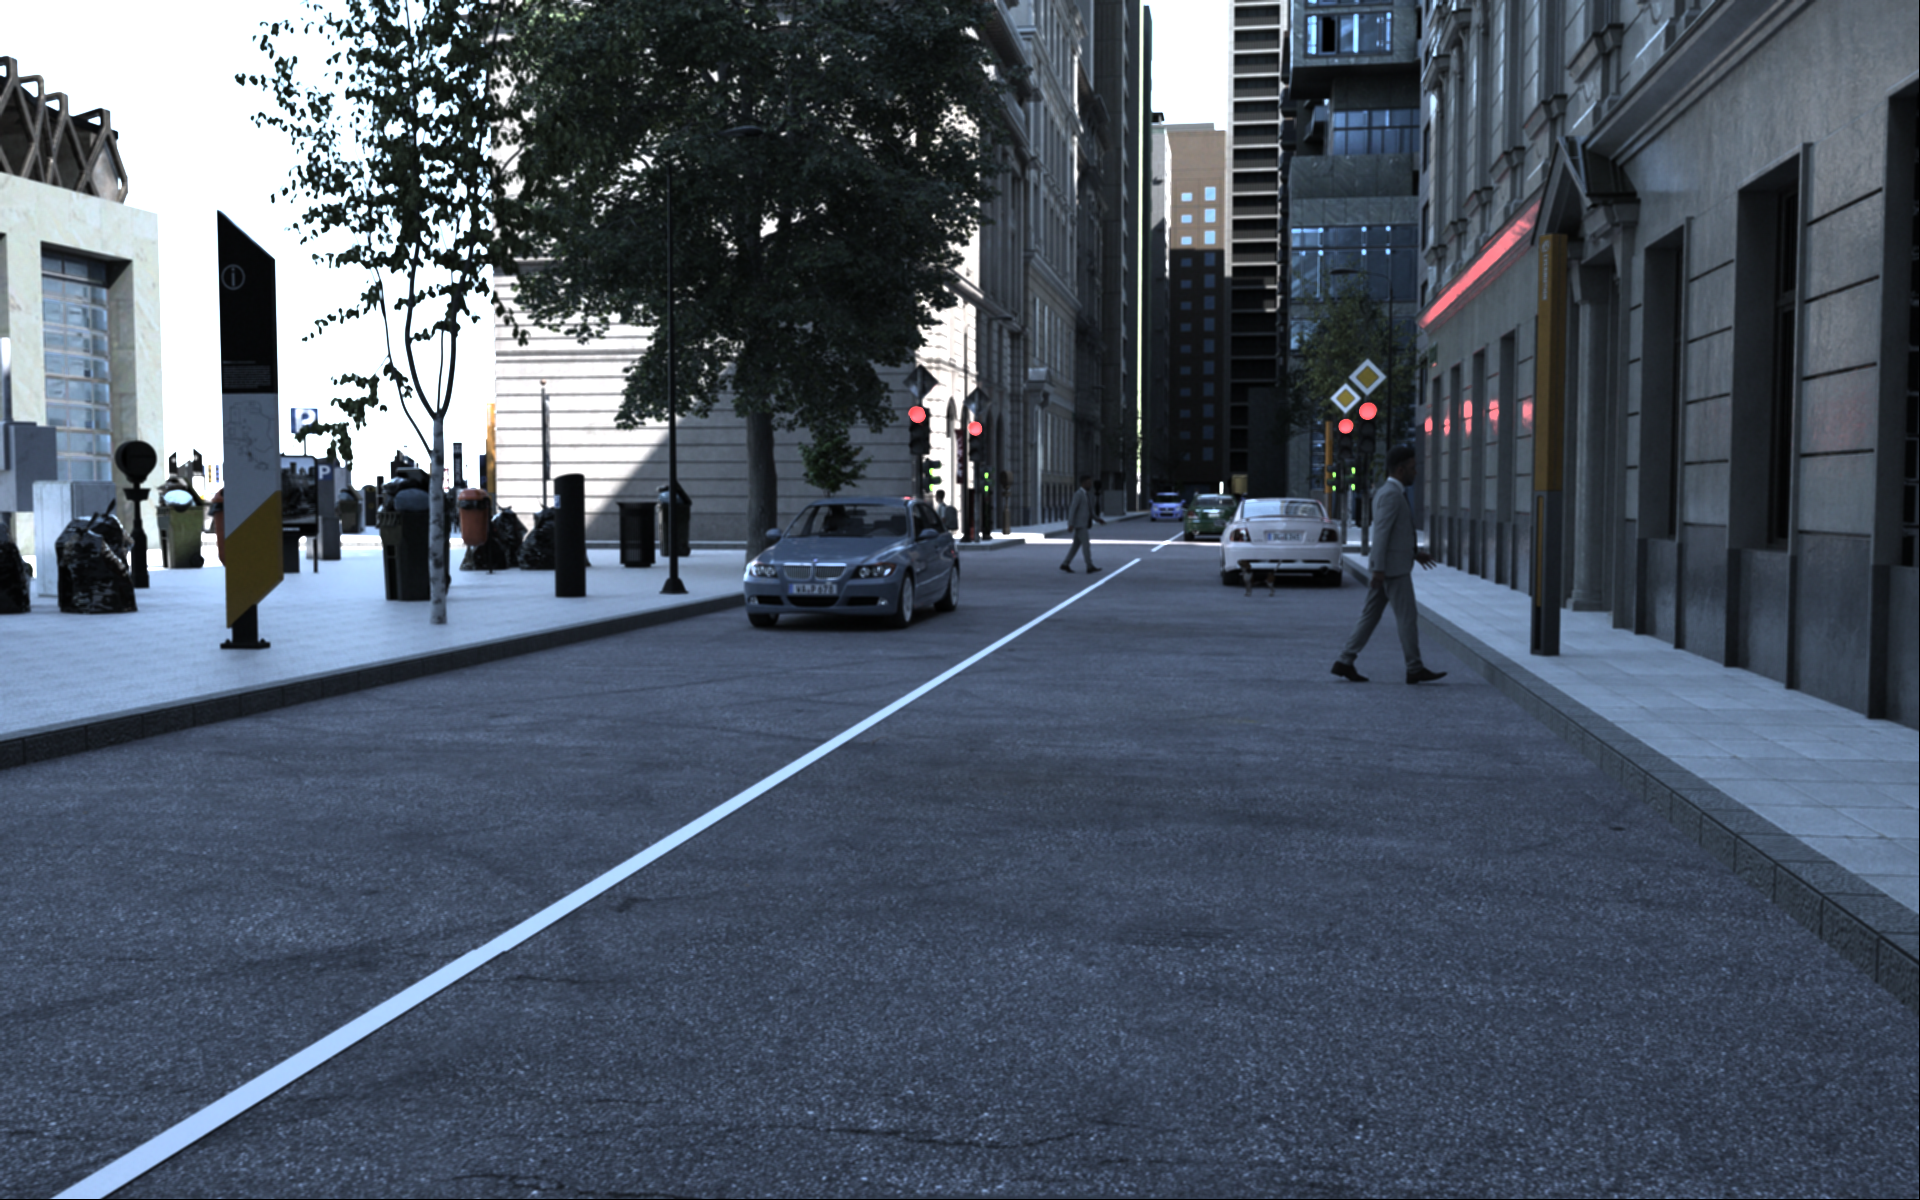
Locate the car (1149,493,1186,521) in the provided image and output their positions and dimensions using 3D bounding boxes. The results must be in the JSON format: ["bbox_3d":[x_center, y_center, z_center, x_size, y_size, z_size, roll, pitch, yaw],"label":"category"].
[{"bbox_3d":[10.974,-5.021,91.687,1.945,1.707,3.694,0,4,7],"label":"car"}]

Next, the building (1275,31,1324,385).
[{"bbox_3d":[40.956,-31.037,162.081,22.147,44.769,28.867,1,4,9],"label":"building"}]

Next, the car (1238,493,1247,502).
[{"bbox_3d":[26.983,-9.312,161.848,1.945,1.707,3.694,1,4,9],"label":"car"}]

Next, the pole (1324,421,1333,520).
[{"bbox_3d":[10.323,-3.343,48.495,0.158,3.312,0.155,0,3,0],"label":"pole"}]

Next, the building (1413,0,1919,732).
[{"bbox_3d":[13.689,-14.400,11.858,17.030,29.872,44.131,1,4,9],"label":"building"}]

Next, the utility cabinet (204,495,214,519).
[{"bbox_3d":[-37.515,-4.571,85.891,1.020,1.237,0.306,0,4,2],"label":"utility cabinet"}]

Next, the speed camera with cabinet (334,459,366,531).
[{"bbox_3d":[-20.884,-3.957,59.032,0.660,3.252,2.038,0,4,-2],"label":"speed camera with cabinet"}]

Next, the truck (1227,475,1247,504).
[{"bbox_3d":[28.257,-10.747,171.634,3.469,3.379,9.791,1,4,8],"label":"truck"}]

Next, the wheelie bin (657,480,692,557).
[{"bbox_3d":[-5.896,-1.698,35.667,0.693,1.594,0.980,-1,4,-18],"label":"wheelie bin"}]

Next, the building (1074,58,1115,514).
[{"bbox_3d":[1.266,-19.222,101.663,14.401,28.519,23.554,1,4,9],"label":"building"}]

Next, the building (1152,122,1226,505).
[{"bbox_3d":[24.778,-34.179,208.931,14.200,45.320,14.600,1,4,9],"label":"building"}]

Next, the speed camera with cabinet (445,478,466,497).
[{"bbox_3d":[-29.774,-6.553,101.475,0.660,3.252,2.038,2,4,31],"label":"speed camera with cabinet"}]

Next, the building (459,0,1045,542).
[{"bbox_3d":[-5.179,-13.206,57.714,13.314,21.916,24.055,1,4,9],"label":"building"}]

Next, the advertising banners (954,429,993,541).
[{"bbox_3d":[0.365,-3.120,47.207,0.090,3.025,2.074,2,4,30],"label":"advertising banners"}]

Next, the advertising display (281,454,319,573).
[{"bbox_3d":[-10.943,-1.402,28.134,0.974,1.923,0.123,-1,4,-21],"label":"advertising display"}]

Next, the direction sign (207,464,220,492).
[{"bbox_3d":[-56.058,-8.450,130.153,0.876,3.537,0.379,-1,4,-15],"label":"direction sign"}]

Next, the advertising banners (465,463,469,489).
[{"bbox_3d":[-27.986,-6.304,99.260,0.090,3.025,2.074,0,4,4],"label":"advertising banners"}]

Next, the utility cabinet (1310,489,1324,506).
[{"bbox_3d":[16.204,-4.239,77.984,0.318,1.500,1.173,-1,4,-22],"label":"utility cabinet"}]

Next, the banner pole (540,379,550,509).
[{"bbox_3d":[-9.089,-2.939,38.069,0.401,3.779,0.863,0,4,-2],"label":"banner pole"}]

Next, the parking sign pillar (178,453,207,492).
[{"bbox_3d":[-50.573,-7.720,114.702,1.447,3.967,1.447,1,4,20],"label":"parking sign pillar"}]

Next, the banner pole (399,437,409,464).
[{"bbox_3d":[-24.650,-5.308,76.802,0.401,3.779,0.863,1,4,14],"label":"banner pole"}]

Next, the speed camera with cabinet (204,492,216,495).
[{"bbox_3d":[-47.404,-7.117,110.702,2.038,3.252,0.660,0,4,-3],"label":"speed camera with cabinet"}]

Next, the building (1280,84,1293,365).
[{"bbox_3d":[41.196,-32.642,183.810,14.600,45.320,14.200,1,4,9],"label":"building"}]

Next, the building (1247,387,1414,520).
[{"bbox_3d":[27.623,-47.896,95.764,22.319,86.520,31.000,1,4,9],"label":"building"}]

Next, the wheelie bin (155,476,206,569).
[{"bbox_3d":[-13.500,-1.350,29.981,0.980,1.594,0.693,3,5,45],"label":"wheelie bin"}]

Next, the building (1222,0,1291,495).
[{"bbox_3d":[42.414,-47.086,208.110,20.611,71.187,20.563,1,4,9],"label":"building"}]

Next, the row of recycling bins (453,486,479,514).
[{"bbox_3d":[-25.713,-5.258,93.084,3.534,1.692,1.069,-1,4,-21],"label":"row of recycling bins"}]

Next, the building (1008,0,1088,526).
[{"bbox_3d":[-1.744,-17.944,79.283,13.634,28.700,20.117,1,4,9],"label":"building"}]

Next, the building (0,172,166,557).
[{"bbox_3d":[-35.431,-43.810,28.962,31.000,86.520,22.319,1,4,9],"label":"building"}]

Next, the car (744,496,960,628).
[{"bbox_3d":[-1.132,-0.495,20.098,2.014,1.417,4.499,1,4,10],"label":"car"}]

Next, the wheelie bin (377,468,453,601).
[{"bbox_3d":[-6.626,-0.799,20.973,0.980,1.594,0.693,3,5,45],"label":"wheelie bin"}]

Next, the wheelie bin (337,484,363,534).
[{"bbox_3d":[-19.797,-2.956,56.233,0.693,1.594,0.980,0,4,-6],"label":"wheelie bin"}]

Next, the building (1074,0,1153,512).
[{"bbox_3d":[8.238,-28.014,141.627,14.154,41.232,14.086,1,4,9],"label":"building"}]

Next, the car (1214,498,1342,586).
[{"bbox_3d":[5.231,-0.985,28.473,2.083,1.381,4.827,0,4,8],"label":"car"}]

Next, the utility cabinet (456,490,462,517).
[{"bbox_3d":[-25.880,-4.984,90.161,0.318,1.500,1.173,0,4,0],"label":"utility cabinet"}]

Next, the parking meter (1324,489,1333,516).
[{"bbox_3d":[15.612,-3.977,73.441,0.372,1.533,0.369,0,3,0],"label":"parking meter"}]

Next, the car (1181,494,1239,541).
[{"bbox_3d":[7.911,-2.566,53.750,2.131,1.459,4.920,1,4,9],"label":"car"}]

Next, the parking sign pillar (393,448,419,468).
[{"bbox_3d":[-31.961,-6.839,100.297,1.447,3.967,1.447,-1,4,-17],"label":"parking sign pillar"}]

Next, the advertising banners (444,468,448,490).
[{"bbox_3d":[-33.145,-7.224,114.305,2.074,3.025,0.090,0,4,-2],"label":"advertising banners"}]

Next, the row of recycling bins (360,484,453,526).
[{"bbox_3d":[-22.449,-3.830,69.737,3.534,1.692,1.069,0,4,3],"label":"row of recycling bins"}]

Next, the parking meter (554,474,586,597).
[{"bbox_3d":[-4.875,-0.809,21.642,0.372,1.533,0.369,0,3,0],"label":"parking meter"}]

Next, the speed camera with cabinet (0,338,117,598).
[{"bbox_3d":[-11.450,-1.682,21.835,2.038,3.252,0.660,2,4,35],"label":"speed camera with cabinet"}]

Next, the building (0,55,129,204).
[{"bbox_3d":[-39.743,-11.765,59.804,16.811,18.784,16.820,1,4,9],"label":"building"}]

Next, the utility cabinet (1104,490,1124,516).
[{"bbox_3d":[8.915,-5.610,100.409,1.173,1.500,0.318,2,4,34],"label":"utility cabinet"}]

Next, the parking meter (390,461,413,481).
[{"bbox_3d":[-9.798,-1.512,30.430,0.255,1.863,0.399,1,4,15],"label":"parking meter"}]

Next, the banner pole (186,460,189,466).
[{"bbox_3d":[-56.231,-8.323,126.102,0.401,3.779,0.863,-3,4,-36],"label":"banner pole"}]

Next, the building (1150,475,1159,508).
[{"bbox_3d":[2.290,-28.765,162.181,32.217,40.220,23.993,1,4,9],"label":"building"}]

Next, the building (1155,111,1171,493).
[{"bbox_3d":[15.660,-30.865,188.237,14.086,41.232,14.154,1,4,9],"label":"building"}]

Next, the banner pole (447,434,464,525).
[{"bbox_3d":[-21.254,-5.063,72.804,0.863,3.779,0.401,0,4,5],"label":"banner pole"}]

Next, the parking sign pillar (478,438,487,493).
[{"bbox_3d":[-22.873,-5.797,83.252,1.447,3.967,1.447,-1,4,-15],"label":"parking sign pillar"}]

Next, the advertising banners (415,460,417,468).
[{"bbox_3d":[-27.660,-5.600,87.741,0.090,3.025,2.074,-2,4,-24],"label":"advertising banners"}]

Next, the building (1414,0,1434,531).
[{"bbox_3d":[24.989,-37.390,49.571,20.611,71.187,20.563,1,4,9],"label":"building"}]

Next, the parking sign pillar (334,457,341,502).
[{"bbox_3d":[-36.025,-6.795,99.572,1.447,3.967,1.447,-3,5,-42],"label":"parking sign pillar"}]
